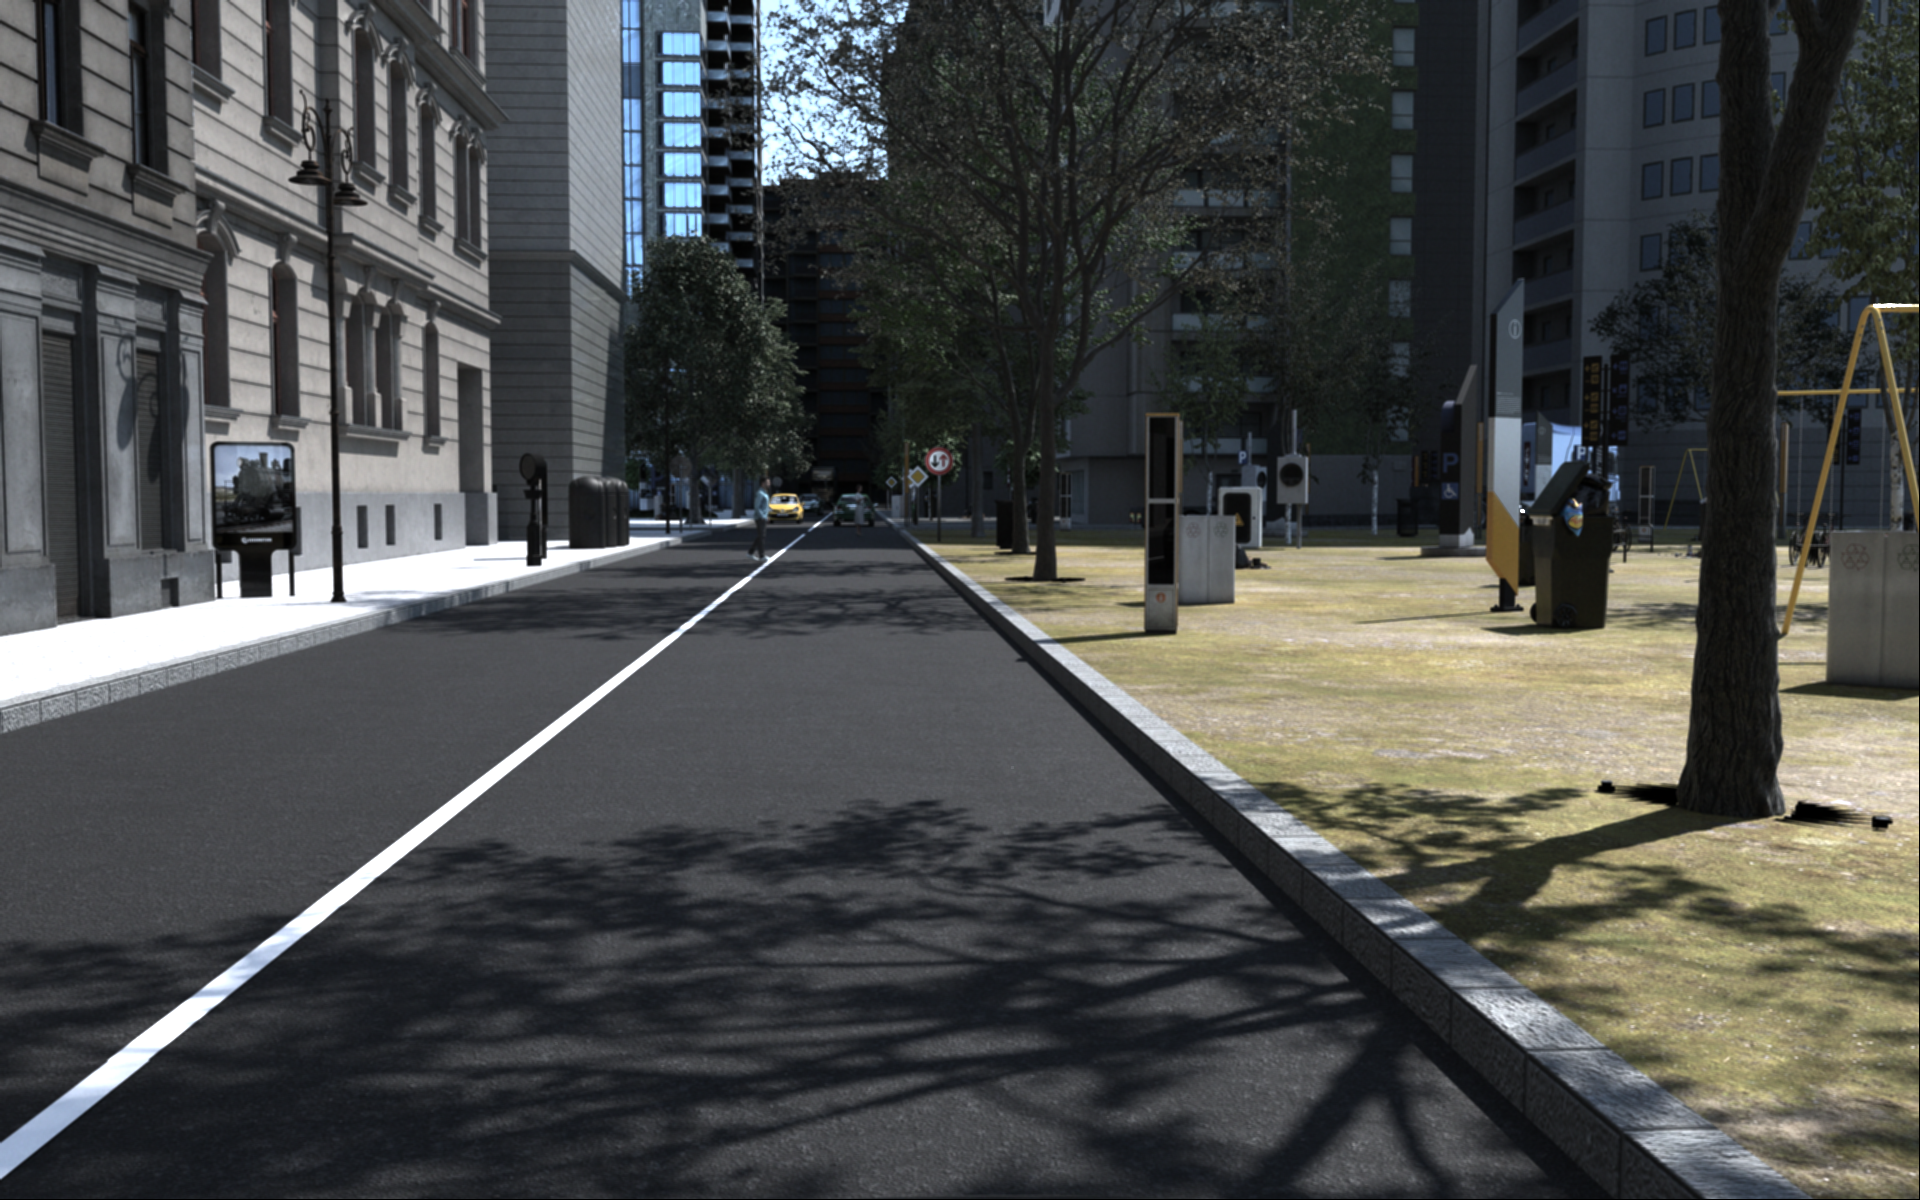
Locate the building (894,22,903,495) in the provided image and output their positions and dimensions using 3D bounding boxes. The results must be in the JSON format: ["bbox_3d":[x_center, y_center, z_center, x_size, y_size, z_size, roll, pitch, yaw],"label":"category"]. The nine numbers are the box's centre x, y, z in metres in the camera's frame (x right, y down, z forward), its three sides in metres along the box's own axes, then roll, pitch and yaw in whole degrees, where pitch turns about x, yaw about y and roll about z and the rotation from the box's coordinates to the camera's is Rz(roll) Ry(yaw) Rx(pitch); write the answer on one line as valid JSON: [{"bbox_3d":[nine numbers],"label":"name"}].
[{"bbox_3d":[0.890,-31.378,163.145,14.600,45.320,14.200,0,4,-3],"label":"building"}]

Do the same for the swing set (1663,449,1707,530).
[{"bbox_3d":[26.421,-3.819,60.069,3.119,2.851,2.862,-1,4,-8],"label":"swing set"}]

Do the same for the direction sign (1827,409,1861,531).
[{"bbox_3d":[23.577,-3.319,46.265,0.379,3.537,0.876,-3,4,-36],"label":"direction sign"}]

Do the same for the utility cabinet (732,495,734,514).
[{"bbox_3d":[-13.156,-5.589,102.540,0.306,1.237,1.020,1,4,19],"label":"utility cabinet"}]

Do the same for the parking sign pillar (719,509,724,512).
[{"bbox_3d":[-17.834,-8.369,125.308,1.447,3.967,1.447,-1,4,-15],"label":"parking sign pillar"}]

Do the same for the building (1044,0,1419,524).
[{"bbox_3d":[11.278,-24.031,76.509,14.086,41.232,14.154,0,4,-3],"label":"building"}]

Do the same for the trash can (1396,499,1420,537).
[{"bbox_3d":[13.418,-2.462,51.912,0.748,1.137,0.748,0,3,0],"label":"trash can"}]

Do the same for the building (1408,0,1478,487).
[{"bbox_3d":[55.256,-47.232,210.491,20.611,71.187,20.563,0,4,-3],"label":"building"}]

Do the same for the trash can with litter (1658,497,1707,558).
[{"bbox_3d":[15.077,-1.483,35.313,1.678,1.210,2.233,2,4,26],"label":"trash can with litter"}]

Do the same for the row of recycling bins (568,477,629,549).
[{"bbox_3d":[-8.726,-2.144,42.163,1.069,1.692,3.534,0,4,1],"label":"row of recycling bins"}]

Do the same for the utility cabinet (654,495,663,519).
[{"bbox_3d":[-15.557,-4.781,89.336,0.306,1.237,1.020,0,4,0],"label":"utility cabinet"}]

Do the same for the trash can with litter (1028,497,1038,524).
[{"bbox_3d":[3.500,-3.877,74.781,1.055,1.170,0.624,-2,4,-24],"label":"trash can with litter"}]

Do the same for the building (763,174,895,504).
[{"bbox_3d":[-16.731,-35.677,237.947,28.867,44.769,22.147,0,4,-3],"label":"building"}]

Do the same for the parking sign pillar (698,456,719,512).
[{"bbox_3d":[-18.043,-8.152,121.751,1.447,3.967,1.447,0,4,7],"label":"parking sign pillar"}]

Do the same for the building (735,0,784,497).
[{"bbox_3d":[-29.241,-45.514,182.410,20.563,71.187,20.611,0,4,-3],"label":"building"}]

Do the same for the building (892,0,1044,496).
[{"bbox_3d":[3.228,-45.362,179.921,20.563,71.187,20.611,0,4,-3],"label":"building"}]

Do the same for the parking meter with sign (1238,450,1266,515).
[{"bbox_3d":[12.018,-4.496,69.767,1.738,3.016,0.543,-2,4,-34],"label":"parking meter with sign"}]

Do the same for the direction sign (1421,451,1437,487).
[{"bbox_3d":[24.572,-6.041,90.763,0.876,3.537,0.379,-1,4,-11],"label":"direction sign"}]

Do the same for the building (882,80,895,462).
[{"bbox_3d":[5.094,-37.640,204.645,28.713,52.752,27.495,0,4,-3],"label":"building"}]

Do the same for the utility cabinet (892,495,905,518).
[{"bbox_3d":[-3.302,-4.957,92.213,0.306,1.237,1.020,-2,4,-28],"label":"utility cabinet"}]

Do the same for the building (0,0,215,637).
[{"bbox_3d":[-13.075,-9.897,10.967,9.793,20.994,18.267,0,4,-3],"label":"building"}]

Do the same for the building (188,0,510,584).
[{"bbox_3d":[-17.322,-14.950,31.826,14.401,28.519,23.554,0,4,-3],"label":"building"}]

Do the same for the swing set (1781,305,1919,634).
[{"bbox_3d":[9.063,-1.025,14.377,3.119,2.851,2.862,0,4,1],"label":"swing set"}]

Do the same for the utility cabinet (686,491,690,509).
[{"bbox_3d":[-17.344,-6.344,112.410,0.318,1.500,1.173,2,4,24],"label":"utility cabinet"}]

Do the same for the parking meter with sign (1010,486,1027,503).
[{"bbox_3d":[3.040,-5.939,93.355,0.543,3.016,1.738,3,5,42],"label":"parking meter with sign"}]

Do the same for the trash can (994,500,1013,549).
[{"bbox_3d":[1.158,-1.768,40.561,0.748,1.137,0.748,0,3,0],"label":"trash can"}]

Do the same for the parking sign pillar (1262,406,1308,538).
[{"bbox_3d":[9.683,-3.869,51.727,1.447,3.967,1.447,-1,4,-22],"label":"parking sign pillar"}]

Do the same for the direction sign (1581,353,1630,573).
[{"bbox_3d":[10.530,-2.221,28.314,0.379,3.537,0.876,-2,4,-32],"label":"direction sign"}]

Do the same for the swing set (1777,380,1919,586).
[{"bbox_3d":[13.569,-1.732,25.940,3.119,2.851,2.862,2,4,25],"label":"swing set"}]

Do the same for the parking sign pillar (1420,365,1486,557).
[{"bbox_3d":[10.287,-2.893,35.769,1.447,3.967,1.447,2,4,29],"label":"parking sign pillar"}]

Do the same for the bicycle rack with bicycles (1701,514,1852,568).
[{"bbox_3d":[14.955,-1.112,31.559,2.852,0.926,2.925,3,5,44],"label":"bicycle rack with bicycles"}]

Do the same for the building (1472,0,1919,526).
[{"bbox_3d":[40.343,-32.799,78.259,28.212,58.520,21.231,0,4,-3],"label":"building"}]

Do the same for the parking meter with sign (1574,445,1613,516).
[{"bbox_3d":[22.263,-3.947,60.786,0.543,3.016,1.738,-1,4,-14],"label":"parking meter with sign"}]

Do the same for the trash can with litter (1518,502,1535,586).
[{"bbox_3d":[8.242,-0.789,24.293,1.055,1.170,0.624,2,4,32],"label":"trash can with litter"}]

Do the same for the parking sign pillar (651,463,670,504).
[{"bbox_3d":[-20.900,-8.095,120.828,1.447,3.967,1.447,1,4,20],"label":"parking sign pillar"}]

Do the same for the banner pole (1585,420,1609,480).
[{"bbox_3d":[18.884,-3.764,51.563,0.863,3.779,0.401,2,4,32],"label":"banner pole"}]

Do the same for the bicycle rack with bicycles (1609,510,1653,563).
[{"bbox_3d":[11.067,-1.142,32.060,2.852,0.926,2.925,2,4,31],"label":"bicycle rack with bicycles"}]

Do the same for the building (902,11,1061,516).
[{"bbox_3d":[3.368,-20.570,108.014,14.160,30.474,14.107,0,4,-3],"label":"building"}]

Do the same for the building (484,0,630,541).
[{"bbox_3d":[-25.700,-16.766,51.624,29.804,29.767,11.434,0,4,-3],"label":"building"}]

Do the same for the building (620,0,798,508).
[{"bbox_3d":[-35.214,-54.517,204.031,31.000,86.520,22.319,0,4,-3],"label":"building"}]
